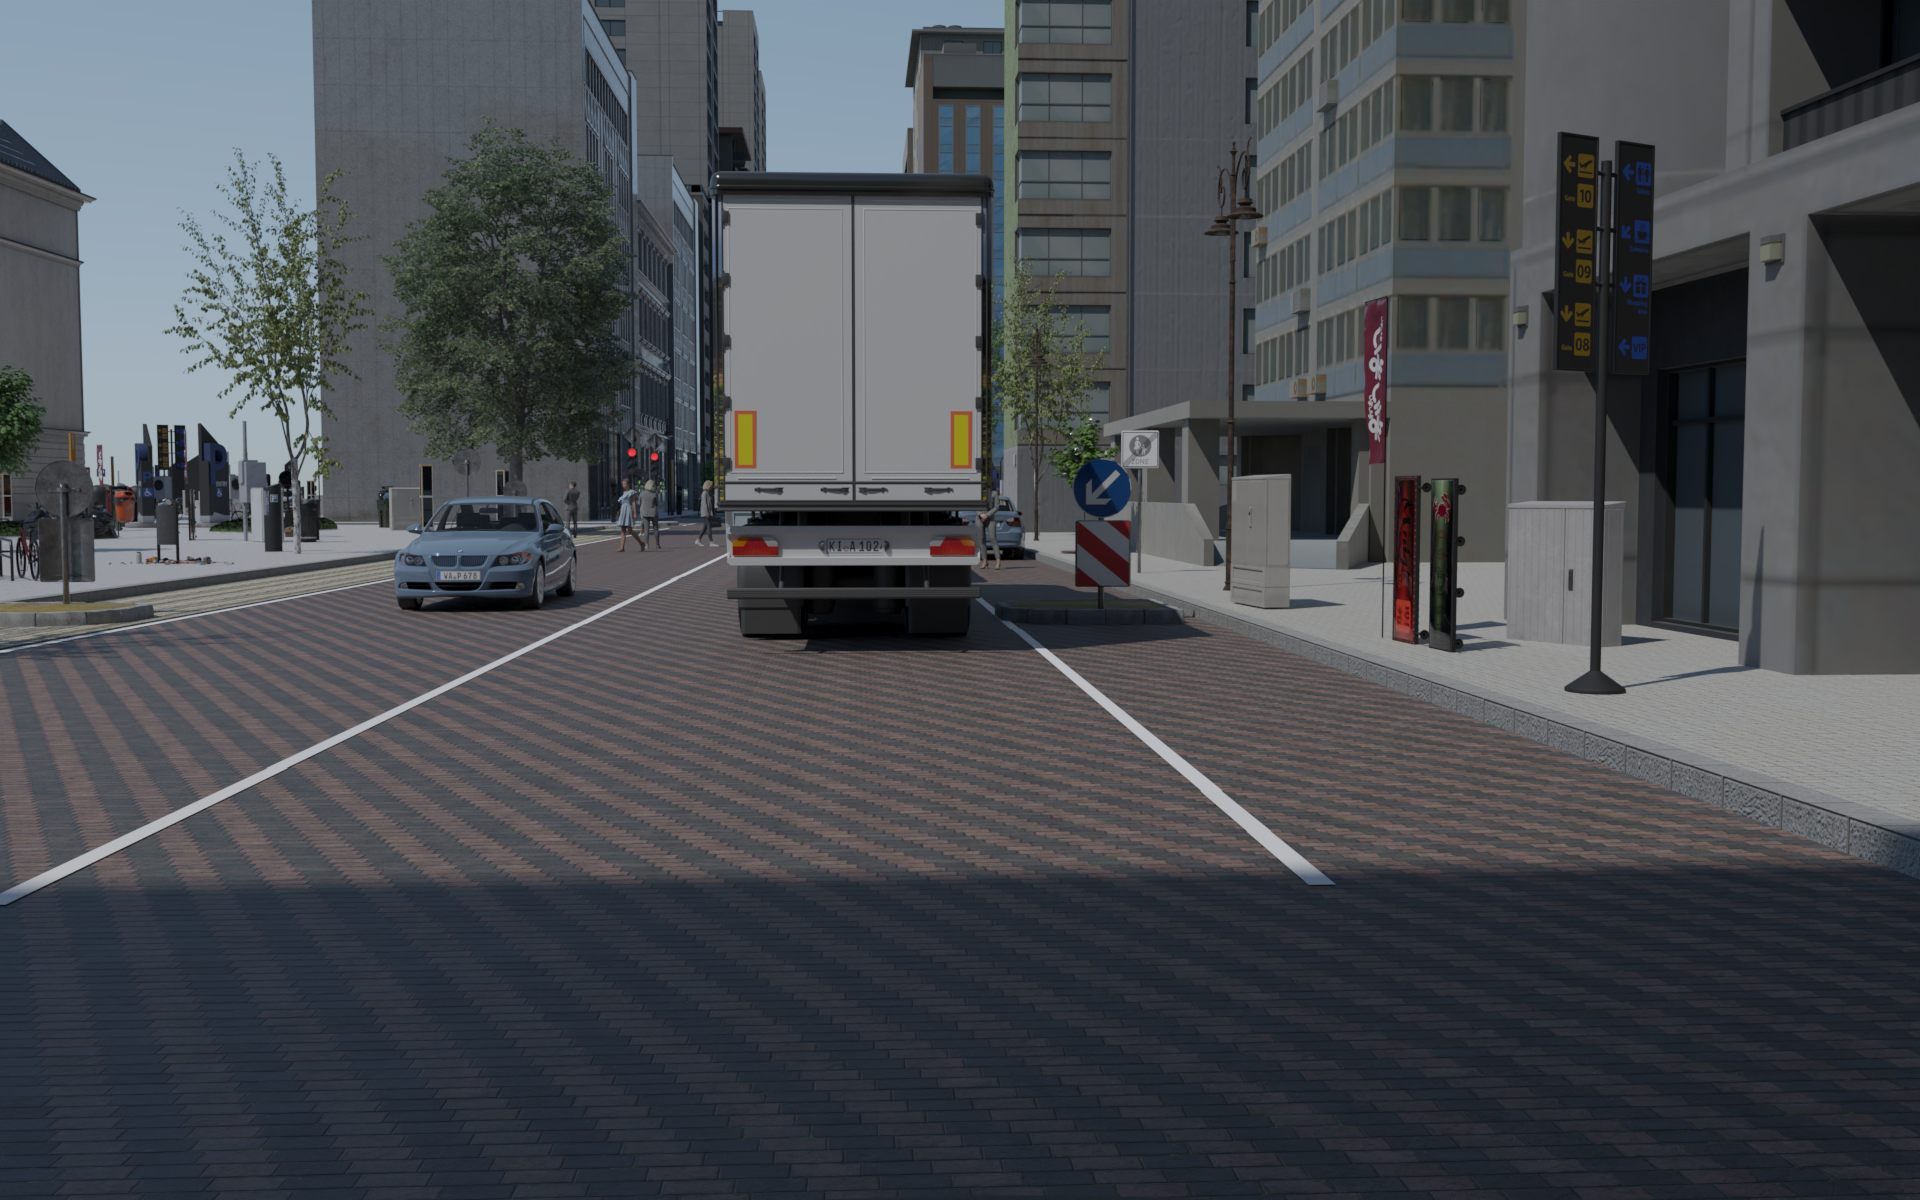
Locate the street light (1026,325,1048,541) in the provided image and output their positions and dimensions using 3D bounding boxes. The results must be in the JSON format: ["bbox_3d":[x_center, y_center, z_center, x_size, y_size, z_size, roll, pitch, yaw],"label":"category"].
[{"bbox_3d":[2.098,-4.565,47.420,0.468,5.910,1.993,0,4,-3],"label":"street light"}]

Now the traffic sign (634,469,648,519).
[{"bbox_3d":[-16.163,-5.353,87.628,0.768,2.556,0.104,0,4,-2],"label":"traffic sign"}]

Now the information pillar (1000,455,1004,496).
[{"bbox_3d":[2.529,-6.825,102.938,0.183,3.616,0.504,2,4,26],"label":"information pillar"}]

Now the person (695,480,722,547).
[{"bbox_3d":[-6.887,-2.365,47.350,0.728,1.800,0.709,1,4,14],"label":"person"}]

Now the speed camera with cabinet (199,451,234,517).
[{"bbox_3d":[-34.047,-5.221,79.705,0.660,3.252,2.038,1,4,22],"label":"speed camera with cabinet"}]

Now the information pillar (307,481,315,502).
[{"bbox_3d":[-35.279,-5.484,94.154,0.304,2.012,0.304,1,4,19],"label":"information pillar"}]

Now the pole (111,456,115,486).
[{"bbox_3d":[-45.607,-6.080,93.257,0.158,3.312,0.155,0,3,0],"label":"pole"}]

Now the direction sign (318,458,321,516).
[{"bbox_3d":[-30.958,-5.606,83.657,0.379,3.537,0.876,-1,4,-20],"label":"direction sign"}]

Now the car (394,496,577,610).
[{"bbox_3d":[-6.207,-0.676,23.063,2.014,1.417,4.499,0,4,-4],"label":"car"}]

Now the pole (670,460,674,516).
[{"bbox_3d":[-17.137,-6.676,103.004,0.158,3.312,0.155,0,3,0],"label":"pole"}]

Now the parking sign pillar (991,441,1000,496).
[{"bbox_3d":[1.399,-6.003,86.618,1.447,3.967,1.447,0,4,1],"label":"parking sign pillar"}]

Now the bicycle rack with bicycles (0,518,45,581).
[{"bbox_3d":[-15.165,-0.769,25.949,2.852,0.926,2.925,-2,4,-32],"label":"bicycle rack with bicycles"}]

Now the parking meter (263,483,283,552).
[{"bbox_3d":[-15.294,-1.844,38.554,0.372,1.533,0.369,0,3,0],"label":"parking meter"}]

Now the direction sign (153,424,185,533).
[{"bbox_3d":[-25.761,-3.955,56.658,0.876,3.537,0.379,-3,5,-39],"label":"direction sign"}]

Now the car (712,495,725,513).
[{"bbox_3d":[-15.951,-6.333,115.548,2.014,1.417,4.499,0,4,-5],"label":"car"}]

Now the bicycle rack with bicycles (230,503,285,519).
[{"bbox_3d":[-28.238,-3.428,69.425,2.925,0.926,2.852,0,4,8],"label":"bicycle rack with bicycles"}]

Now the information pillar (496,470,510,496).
[{"bbox_3d":[-13.926,-2.954,52.783,0.304,2.012,0.304,1,4,16],"label":"information pillar"}]

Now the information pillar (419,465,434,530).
[{"bbox_3d":[-13.360,-2.380,43.402,0.304,2.012,0.304,-2,4,-25],"label":"information pillar"}]

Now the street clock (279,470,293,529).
[{"bbox_3d":[-20.627,-2.971,53.152,0.471,2.002,0.358,-1,4,-11],"label":"street clock"}]

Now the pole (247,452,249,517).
[{"bbox_3d":[-34.624,-5.514,84.002,0.158,3.312,0.155,0,3,0],"label":"pole"}]

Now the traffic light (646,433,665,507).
[{"bbox_3d":[-13.911,-5.521,79.189,0.839,4.253,0.868,0,4,-3],"label":"traffic light"}]

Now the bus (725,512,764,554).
[{"bbox_3d":[-2.647,-2.343,33.166,2.948,3.499,13.247,0,4,-3],"label":"bus"}]

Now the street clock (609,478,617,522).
[{"bbox_3d":[-15.666,-4.505,78.222,0.358,2.002,0.471,-1,4,-17],"label":"street clock"}]

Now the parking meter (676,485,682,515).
[{"bbox_3d":[-17.211,-6.140,106.097,0.255,1.863,0.399,-2,4,-26],"label":"parking meter"}]

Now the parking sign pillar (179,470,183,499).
[{"bbox_3d":[-45.885,-7.072,104.094,1.447,3.967,1.447,-1,4,-18],"label":"parking sign pillar"}]

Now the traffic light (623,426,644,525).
[{"bbox_3d":[-13.422,-5.034,71.219,0.839,4.253,0.868,0,4,-3],"label":"traffic light"}]

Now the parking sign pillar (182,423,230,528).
[{"bbox_3d":[-28.605,-4.768,66.425,1.447,3.967,1.447,1,4,11],"label":"parking sign pillar"}]

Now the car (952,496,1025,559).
[{"bbox_3d":[0.469,-1.673,39.349,2.014,1.417,4.499,0,4,-3],"label":"car"}]

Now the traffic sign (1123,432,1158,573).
[{"bbox_3d":[2.908,-1.585,28.046,0.606,2.300,0.079,0,4,-2],"label":"traffic sign"}]

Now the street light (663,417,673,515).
[{"bbox_3d":[-17.563,-8.039,104.223,0.468,5.910,1.993,0,4,-3],"label":"street light"}]

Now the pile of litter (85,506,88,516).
[{"bbox_3d":[-41.743,-4.259,83.596,1.176,0.858,1.719,1,4,20],"label":"pile of litter"}]

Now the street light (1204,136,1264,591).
[{"bbox_3d":[3.586,-3.063,22.869,0.468,5.910,1.993,0,4,-3],"label":"street light"}]

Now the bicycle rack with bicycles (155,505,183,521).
[{"bbox_3d":[-39.181,-4.269,83.184,2.925,0.926,2.852,3,4,36],"label":"bicycle rack with bicycles"}]

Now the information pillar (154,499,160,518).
[{"bbox_3d":[-41.821,-5.232,90.032,0.304,2.012,0.304,0,3,0],"label":"information pillar"}]

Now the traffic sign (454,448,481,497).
[{"bbox_3d":[-13.744,-2.949,48.319,0.768,2.556,0.104,0,4,3],"label":"traffic sign"}]

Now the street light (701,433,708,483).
[{"bbox_3d":[-18.988,-9.526,128.535,0.468,5.910,1.993,0,4,-3],"label":"street light"}]

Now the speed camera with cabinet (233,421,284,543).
[{"bbox_3d":[-18.777,-3.191,46.504,0.660,3.252,2.038,-3,4,-38],"label":"speed camera with cabinet"}]

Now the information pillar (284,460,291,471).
[{"bbox_3d":[-44.435,-7.541,114.651,0.504,3.616,0.183,-3,4,-36],"label":"information pillar"}]

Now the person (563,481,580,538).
[{"bbox_3d":[-12.630,-2.920,56.044,0.447,1.846,0.655,3,5,43],"label":"person"}]

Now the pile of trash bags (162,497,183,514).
[{"bbox_3d":[-51.296,-6.192,110.996,3.447,1.369,1.912,1,4,12],"label":"pile of trash bags"}]

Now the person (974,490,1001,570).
[{"bbox_3d":[0.511,-1.479,32.963,0.520,1.790,0.573,0,4,-1],"label":"person"}]

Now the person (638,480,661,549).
[{"bbox_3d":[-8.145,-2.246,45.408,0.537,1.800,0.526,0,4,7],"label":"person"}]

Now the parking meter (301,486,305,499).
[{"bbox_3d":[-50.115,-7.712,131.796,0.399,1.863,0.255,1,4,10],"label":"parking meter"}]

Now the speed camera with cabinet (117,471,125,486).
[{"bbox_3d":[-70.444,-9.256,145.671,0.660,3.252,2.038,-2,4,-33],"label":"speed camera with cabinet"}]

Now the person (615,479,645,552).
[{"bbox_3d":[-8.198,-2.092,42.797,0.778,1.811,0.616,-3,4,-38],"label":"person"}]

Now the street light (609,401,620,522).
[{"bbox_3d":[-15.927,-6.538,79.686,0.468,5.910,1.993,0,4,-3],"label":"street light"}]

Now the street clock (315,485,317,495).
[{"bbox_3d":[-53.315,-8.471,143.067,0.358,2.002,0.471,0,4,6],"label":"street clock"}]

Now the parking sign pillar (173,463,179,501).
[{"bbox_3d":[-54.127,-8.020,119.592,1.447,3.967,1.447,2,4,27],"label":"parking sign pillar"}]

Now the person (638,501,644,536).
[{"bbox_3d":[-10.849,-2.813,59.175,0.352,1.250,0.332,1,4,22],"label":"person"}]

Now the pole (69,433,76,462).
[{"bbox_3d":[-29.838,-3.942,58.289,0.158,3.312,0.155,0,3,0],"label":"pole"}]

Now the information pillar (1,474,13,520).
[{"bbox_3d":[-34.635,-3.576,62.954,0.304,2.012,0.304,-2,4,-35],"label":"information pillar"}]

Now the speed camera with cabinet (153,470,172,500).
[{"bbox_3d":[-40.855,-5.690,87.374,2.038,3.252,0.660,1,4,12],"label":"speed camera with cabinet"}]

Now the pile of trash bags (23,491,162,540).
[{"bbox_3d":[-25.111,-2.453,49.851,1.912,1.369,3.447,1,4,17],"label":"pile of trash bags"}]

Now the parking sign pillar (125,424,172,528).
[{"bbox_3d":[-30.967,-4.729,65.787,1.447,3.967,1.447,-2,4,-33],"label":"parking sign pillar"}]

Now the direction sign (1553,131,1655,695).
[{"bbox_3d":[4.122,-1.171,11.137,0.876,3.537,0.379,-2,4,-30],"label":"direction sign"}]
